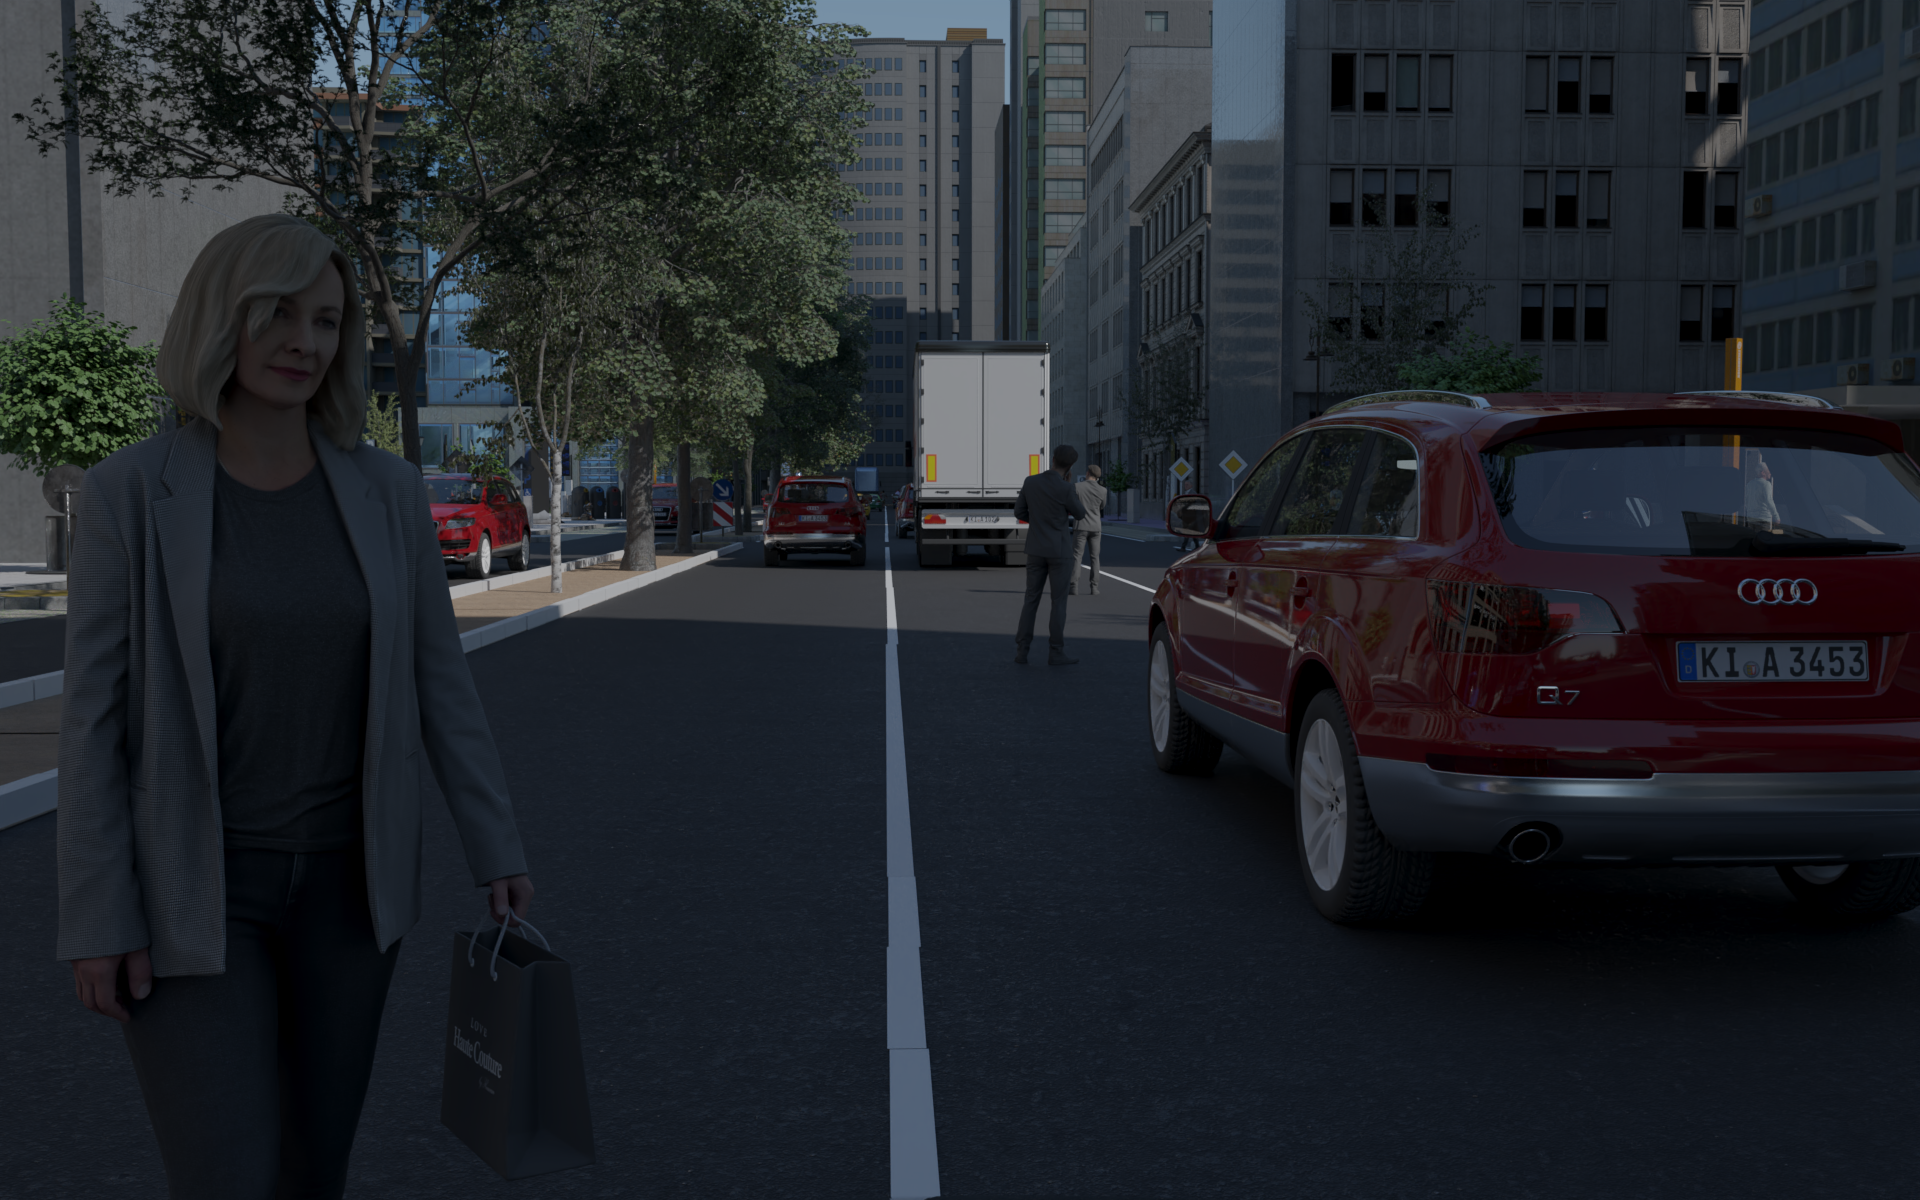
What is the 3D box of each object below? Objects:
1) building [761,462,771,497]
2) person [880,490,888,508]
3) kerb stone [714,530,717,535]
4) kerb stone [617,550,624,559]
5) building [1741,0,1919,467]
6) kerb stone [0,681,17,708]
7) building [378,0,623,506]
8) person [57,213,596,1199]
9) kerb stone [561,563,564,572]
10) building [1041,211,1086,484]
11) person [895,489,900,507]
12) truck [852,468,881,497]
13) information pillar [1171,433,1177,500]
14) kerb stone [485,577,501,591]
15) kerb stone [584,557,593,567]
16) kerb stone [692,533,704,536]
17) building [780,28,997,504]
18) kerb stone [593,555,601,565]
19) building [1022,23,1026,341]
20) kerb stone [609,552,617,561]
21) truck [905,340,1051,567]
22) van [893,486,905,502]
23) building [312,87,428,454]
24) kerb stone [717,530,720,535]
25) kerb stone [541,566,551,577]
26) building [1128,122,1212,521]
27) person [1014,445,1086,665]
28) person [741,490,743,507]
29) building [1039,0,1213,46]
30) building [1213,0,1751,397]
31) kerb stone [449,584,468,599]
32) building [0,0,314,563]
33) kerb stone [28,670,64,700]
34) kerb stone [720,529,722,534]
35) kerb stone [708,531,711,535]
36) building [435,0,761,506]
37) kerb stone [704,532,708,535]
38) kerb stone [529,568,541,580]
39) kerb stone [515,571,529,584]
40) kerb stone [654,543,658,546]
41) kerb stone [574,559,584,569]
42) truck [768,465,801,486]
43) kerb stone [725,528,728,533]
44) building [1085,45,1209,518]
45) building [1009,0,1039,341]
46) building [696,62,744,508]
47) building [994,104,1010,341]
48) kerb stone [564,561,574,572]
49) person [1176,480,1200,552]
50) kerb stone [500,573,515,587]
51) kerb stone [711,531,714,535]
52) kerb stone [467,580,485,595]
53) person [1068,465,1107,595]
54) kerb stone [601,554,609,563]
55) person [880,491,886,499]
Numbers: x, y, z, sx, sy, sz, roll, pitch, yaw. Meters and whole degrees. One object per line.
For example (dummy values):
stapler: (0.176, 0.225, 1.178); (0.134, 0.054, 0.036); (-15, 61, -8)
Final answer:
building: (-33.870, -36.610, 222.282); (21.600, 48.544, 21.300); (0, 4, -2)
person: (-8.090, -10.632, 182.335); (1.348, 1.824, 0.705); (-3, 5, -44)
kerb stone: (-8.485, -2.256, 59.089); (0.120, 0.150, 1.000); (0, 4, -2)
kerb stone: (-7.574, -0.970, 38.057); (0.120, 0.150, 1.000); (0, 4, -2)
building: (29.951, -20.843, 32.660); (32.217, 40.220, 23.993); (0, 4, -2)
kerb stone: (-6.427, 0.659, 11.438); (0.120, 0.150, 1.000); (0, 4, -2)
building: (-60.150, -55.501, 220.105); (31.000, 86.520, 22.319); (0, 4, -2)
person: (-0.878, 0.384, 2.409); (0.709, 1.800, 0.728); (-3, 4, -36)
kerb stone: (-7.265, -0.528, 30.880); (0.120, 0.150, 1.000); (0, 4, -2)
building: (11.548, -16.237, 120.234); (10.420, 20.320, 16.860); (0, 4, -2)
person: (-4.828, -7.903, 137.579); (0.709, 1.838, 0.599); (2, 4, 35)
truck: (-9.135, -10.987, 169.401); (2.967, 4.110, 18.799); (0, 4, -3)
information pillar: (8.173, -4.582, 66.272); (0.183, 3.616, 0.504); (-1, 4, -11)
kerb stone: (-7.043, -0.219, 25.769); (0.120, 0.150, 1.000); (0, 4, -2)
kerb stone: (-7.400, -0.718, 33.960); (0.120, 0.150, 1.000); (0, 4, -2)
kerb stone: (-8.308, -2.004, 54.994); (0.120, 0.150, 1.000); (0, 4, -2)
building: (-8.965, -41.624, 222.554); (28.212, 58.520, 21.231); (0, 4, -2)
kerb stone: (-7.448, -0.777, 34.989); (0.120, 0.150, 1.000); (0, 4, -2)
building: (12.351, -28.692, 152.705); (14.154, 41.232, 14.086); (0, 4, -2)
kerb stone: (-7.527, -0.903, 37.036); (0.120, 0.150, 1.000); (0, 4, -2)
truck: (0.233, -2.957, 37.269); (2.839, 4.237, 11.283); (0, 4, -2)
van: (-2.183, -4.638, 82.842); (2.013, 2.044, 4.112); (0, 4, -3)
building: (-68.611, -32.703, 189.326); (28.867, 44.769, 22.147); (0, 4, -2)
kerb stone: (-8.532, -2.317, 60.115); (0.120, 0.150, 1.000); (0, 4, -2)
kerb stone: (-7.226, -0.466, 29.853); (0.120, 0.150, 1.000); (0, 4, -2)
building: (14.513, -13.293, 81.961); (10.561, 19.102, 19.286); (0, 4, -2)
person: (0.757, -0.391, 14.694); (0.655, 1.846, 0.447); (2, 4, 28)
person: (-22.204, -10.351, 175.994); (0.721, 1.735, 1.217); (0, 4, 3)
building: (13.132, -27.831, 138.639); (14.154, 41.232, 14.086); (0, 4, -2)
building: (19.713, -14.808, 60.130); (19.932, 24.808, 12.078); (0, 4, -2)
kerb stone: (-6.953, -0.092, 23.725); (0.120, 0.150, 1.000); (0, 4, -2)
building: (-25.853, -13.382, 36.813); (19.932, 24.808, 12.078); (0, 4, -2)
kerb stone: (-6.471, 0.596, 12.459); (0.120, 0.150, 1.000); (0, 4, -2)
kerb stone: (-8.577, -2.382, 61.148); (0.120, 0.150, 1.000); (0, 4, -2)
kerb stone: (-8.402, -2.131, 57.040); (0.120, 0.150, 1.000); (0, 4, -2)
building: (-38.351, -53.572, 188.568); (31.000, 86.520, 22.319); (0, 4, -2)
kerb stone: (-8.349, -2.069, 56.019); (0.120, 0.150, 1.000); (0, 4, -2)
kerb stone: (-7.182, -0.398, 28.832); (0.120, 0.150, 1.000); (0, 4, -2)
kerb stone: (-7.131, -0.343, 27.811); (0.120, 0.150, 1.000); (0, 4, -2)
kerb stone: (-7.885, -1.409, 45.228); (0.120, 0.150, 1.000); (0, 4, -2)
kerb stone: (-7.351, -0.657, 32.937); (0.120, 0.150, 1.000); (0, 4, -2)
truck: (-14.464, -9.609, 146.866); (2.967, 4.110, 18.799); (0, 4, -4)
kerb stone: (-8.667, -2.507, 63.193); (0.120, 0.150, 1.000); (0, 4, -2)
building: (14.525, -17.359, 101.846); (12.078, 24.808, 19.932); (0, 4, -2)
building: (15.458, -38.643, 173.811); (21.231, 58.520, 28.212); (0, 4, -2)
building: (-28.203, -31.507, 165.255); (14.600, 45.320, 14.200); (0, 4, -2)
building: (11.229, -33.365, 195.620); (14.600, 45.320, 14.200); (0, 4, -2)
kerb stone: (-7.310, -0.594, 31.912); (0.120, 0.150, 1.000); (0, 4, -2)
person: (5.609, -2.070, 42.744); (0.834, 1.777, 0.661); (-2, 4, -28)
kerb stone: (-7.092, -0.281, 26.790); (0.120, 0.150, 1.000); (0, 4, -2)
kerb stone: (-8.441, -2.194, 58.061); (0.120, 0.150, 1.000); (0, 4, -2)
kerb stone: (-7.001, -0.156, 24.746); (0.120, 0.150, 1.000); (0, 4, -2)
person: (1.765, -1.004, 24.723); (0.655, 1.846, 0.447); (-1, 4, -15)
kerb stone: (-7.484, -0.844, 36.015); (0.120, 0.150, 1.000); (0, 4, -2)
person: (-8.953, -11.563, 198.276); (1.217, 1.743, 0.721); (-1, 4, -21)
